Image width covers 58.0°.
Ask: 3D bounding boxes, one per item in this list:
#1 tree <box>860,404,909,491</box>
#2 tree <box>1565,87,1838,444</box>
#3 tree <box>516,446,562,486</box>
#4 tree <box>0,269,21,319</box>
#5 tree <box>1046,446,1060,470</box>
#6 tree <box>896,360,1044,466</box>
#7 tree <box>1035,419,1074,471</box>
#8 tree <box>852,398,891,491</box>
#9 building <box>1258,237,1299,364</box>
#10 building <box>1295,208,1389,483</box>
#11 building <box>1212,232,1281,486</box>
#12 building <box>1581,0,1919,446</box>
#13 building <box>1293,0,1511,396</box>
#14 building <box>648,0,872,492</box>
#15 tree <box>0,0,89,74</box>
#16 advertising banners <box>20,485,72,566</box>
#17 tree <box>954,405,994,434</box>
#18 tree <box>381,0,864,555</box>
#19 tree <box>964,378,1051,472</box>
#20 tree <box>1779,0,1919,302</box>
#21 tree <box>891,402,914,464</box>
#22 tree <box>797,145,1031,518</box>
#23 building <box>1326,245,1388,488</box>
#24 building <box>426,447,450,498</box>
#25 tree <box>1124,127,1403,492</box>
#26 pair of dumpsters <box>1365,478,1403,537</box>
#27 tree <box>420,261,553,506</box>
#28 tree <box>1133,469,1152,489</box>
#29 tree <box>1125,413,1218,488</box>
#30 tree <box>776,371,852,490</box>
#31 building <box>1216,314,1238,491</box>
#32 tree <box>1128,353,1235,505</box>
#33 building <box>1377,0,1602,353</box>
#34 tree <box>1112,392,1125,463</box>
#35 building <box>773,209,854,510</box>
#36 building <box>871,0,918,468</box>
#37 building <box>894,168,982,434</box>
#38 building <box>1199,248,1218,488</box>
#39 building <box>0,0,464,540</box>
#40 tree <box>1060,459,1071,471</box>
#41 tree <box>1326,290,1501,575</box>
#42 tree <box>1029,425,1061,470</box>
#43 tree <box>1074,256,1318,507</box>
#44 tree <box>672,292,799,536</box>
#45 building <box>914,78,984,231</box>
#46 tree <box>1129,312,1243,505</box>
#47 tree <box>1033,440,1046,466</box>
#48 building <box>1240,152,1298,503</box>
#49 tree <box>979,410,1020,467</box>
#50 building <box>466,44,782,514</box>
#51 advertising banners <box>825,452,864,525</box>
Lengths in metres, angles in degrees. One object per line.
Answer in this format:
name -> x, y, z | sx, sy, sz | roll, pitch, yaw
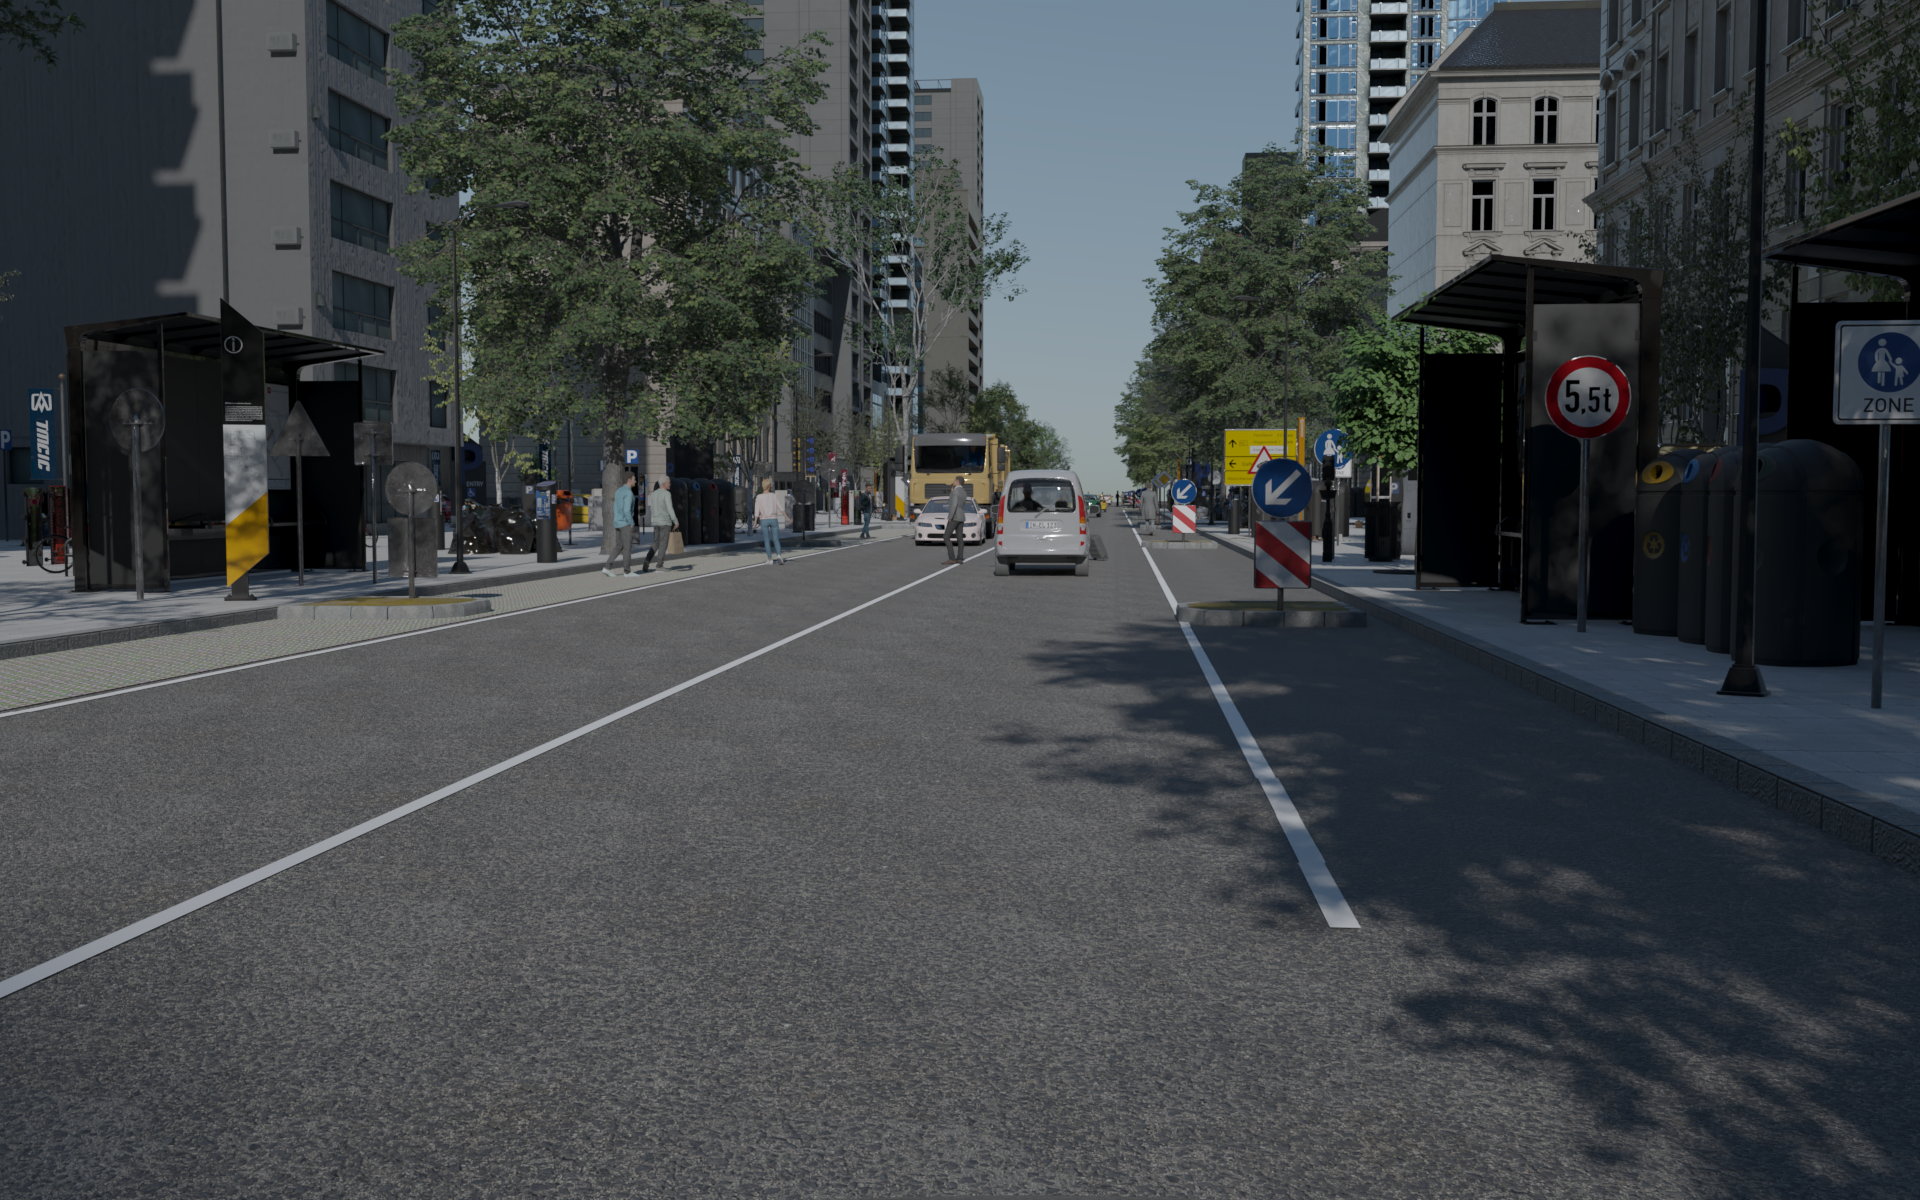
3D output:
tree -> -6.274, -11.688, 141.469 | 4.737, 8.622, 4.395 | 0, 3, 0
tree -> 13.410, -4.942, 31.162 | 4.360, 8.622, 3.978 | 0, 3, 0
tree -> -17.183, -4.615, 70.057 | 1.663, 3.219, 1.824 | 0, 3, 0
tree -> -22.098, -5.221, 35.729 | 4.360, 8.622, 3.978 | 0, 3, 0
tree -> 5.807, -15.785, 192.495 | 7.601, 10.594, 8.767 | -1, 4, -16
tree -> 0.012, -11.376, 120.412 | 8.767, 10.594, 7.601 | -3, 5, -40
tree -> 13.730, -22.745, 282.249 | 12.009, 13.543, 11.850 | 0, 3, 0
tree -> -7.558, -10.700, 125.303 | 4.360, 8.622, 3.978 | 0, 3, 0
building -> 40.304, -25.909, 195.319 | 14.160, 30.474, 14.107 | 0, 4, 5
building -> 33.450, -19.138, 141.792 | 11.050, 23.489, 19.941 | 0, 4, 5
building -> 51.943, -38.316, 281.098 | 22.147, 44.769, 28.867 | 0, 4, 5
building -> 25.758, -15.162, 45.169 | 12.463, 27.353, 25.104 | 0, 4, 5
building -> 41.859, -52.489, 170.868 | 22.319, 86.520, 31.000 | 0, 4, 5
building -> -17.014, -44.497, 165.777 | 20.563, 71.187, 20.611 | 0, 4, 5
tree -> -10.400, -4.756, 12.181 | 8.767, 10.594, 7.601 | 1, 4, 8
advertising banners -> -16.462, -2.162, 31.538 | 0.090, 3.025, 2.074 | 0, 4, 4
tree -> 0.994, -11.449, 137.548 | 4.737, 8.622, 4.395 | 0, 3, 0
tree -> -7.208, -7.936, 36.416 | 9.857, 13.997, 8.962 | 0, 3, 0
tree -> 3.892, -15.561, 171.434 | 9.611, 12.733, 9.660 | 0, 3, 0
tree -> 12.497, -4.402, 22.334 | 4.737, 8.622, 4.395 | 0, 3, 0
tree -> -5.223, -11.065, 131.280 | 4.360, 8.622, 3.978 | 0, 3, 0
tree -> -1.651, -14.454, 92.216 | 12.611, 20.169, 13.585 | 0, 3, 0
building -> 31.703, -15.768, 122.426 | 10.561, 19.102, 19.286 | 0, 4, 5
building -> -41.156, -17.210, 99.412 | 19.932, 24.808, 12.078 | 0, 4, 5
tree -> 10.836, -9.495, 61.902 | 9.857, 13.997, 8.962 | 0, 3, 0
pair of dumpsters -> 10.402, -2.282, 39.811 | 1.574, 2.255, 4.437 | 0, 4, 5
tree -> -13.919, -6.209, 51.873 | 4.737, 8.622, 4.395 | 0, 3, 0
tree -> 27.841, -18.700, 256.101 | 4.737, 8.622, 4.395 | 0, 3, 0
tree -> 19.791, -14.060, 164.288 | 8.767, 10.594, 7.601 | 3, 5, 39
tree -> -8.896, -9.418, 104.340 | 4.360, 8.622, 3.978 | 0, 3, 0
building -> 45.497, -29.834, 259.489 | 14.160, 30.474, 14.107 | 0, 4, 5
tree -> 14.933, -11.592, 115.287 | 9.928, 11.665, 9.643 | 0, 3, 0
building -> 46.209, -19.412, 93.796 | 44.131, 29.872, 17.030 | 0, 4, 5
tree -> 21.022, -17.088, 186.043 | 9.857, 13.997, 8.962 | 0, 3, 0
building -> -17.243, -19.116, 131.611 | 14.314, 24.678, 30.058 | 0, 4, 5
building -> -15.589, -53.767, 191.758 | 22.319, 86.520, 31.000 | 0, 4, 5
building -> -8.506, -38.980, 261.029 | 21.300, 48.544, 21.600 | 0, 4, 5
building -> 49.092, -39.940, 303.133 | 14.600, 45.320, 14.200 | 0, 4, 5
building -> -23.935, -17.272, 54.093 | 14.107, 30.474, 14.160 | 0, 4, 5
tree -> 16.323, -23.071, 311.628 | 8.767, 10.594, 7.601 | 1, 4, 22
tree -> 7.401, -2.705, 27.942 | 4.285, 4.588, 4.351 | 0, 3, 0
tree -> 10.908, -19.932, 251.636 | 9.928, 11.665, 9.643 | 0, 3, 0
tree -> 13.136, -10.710, 85.472 | 12.009, 13.543, 11.850 | 0, 3, 0
tree -> -6.557, -6.259, 52.699 | 4.737, 8.622, 4.395 | 0, 3, 0
building -> -4.211, -52.911, 303.348 | 20.563, 71.187, 20.611 | 0, 4, 5
tree -> 14.233, -11.538, 106.769 | 7.486, 12.596, 7.792 | 0, 3, 0
tree -> 7.718, -15.922, 210.681 | 4.360, 8.622, 3.978 | 0, 3, 0
building -> 40.898, -32.166, 209.506 | 14.154, 41.232, 14.086 | 0, 4, 5
tree -> 2.841, -12.025, 146.976 | 4.360, 8.622, 3.978 | 0, 3, 0
building -> -19.096, -18.764, 104.056 | 12.463, 27.353, 25.104 | 0, 4, 5
advertising banners -> -4.730, -4.606, 71.490 | 2.074, 3.025, 0.090 | 3, 5, 43
